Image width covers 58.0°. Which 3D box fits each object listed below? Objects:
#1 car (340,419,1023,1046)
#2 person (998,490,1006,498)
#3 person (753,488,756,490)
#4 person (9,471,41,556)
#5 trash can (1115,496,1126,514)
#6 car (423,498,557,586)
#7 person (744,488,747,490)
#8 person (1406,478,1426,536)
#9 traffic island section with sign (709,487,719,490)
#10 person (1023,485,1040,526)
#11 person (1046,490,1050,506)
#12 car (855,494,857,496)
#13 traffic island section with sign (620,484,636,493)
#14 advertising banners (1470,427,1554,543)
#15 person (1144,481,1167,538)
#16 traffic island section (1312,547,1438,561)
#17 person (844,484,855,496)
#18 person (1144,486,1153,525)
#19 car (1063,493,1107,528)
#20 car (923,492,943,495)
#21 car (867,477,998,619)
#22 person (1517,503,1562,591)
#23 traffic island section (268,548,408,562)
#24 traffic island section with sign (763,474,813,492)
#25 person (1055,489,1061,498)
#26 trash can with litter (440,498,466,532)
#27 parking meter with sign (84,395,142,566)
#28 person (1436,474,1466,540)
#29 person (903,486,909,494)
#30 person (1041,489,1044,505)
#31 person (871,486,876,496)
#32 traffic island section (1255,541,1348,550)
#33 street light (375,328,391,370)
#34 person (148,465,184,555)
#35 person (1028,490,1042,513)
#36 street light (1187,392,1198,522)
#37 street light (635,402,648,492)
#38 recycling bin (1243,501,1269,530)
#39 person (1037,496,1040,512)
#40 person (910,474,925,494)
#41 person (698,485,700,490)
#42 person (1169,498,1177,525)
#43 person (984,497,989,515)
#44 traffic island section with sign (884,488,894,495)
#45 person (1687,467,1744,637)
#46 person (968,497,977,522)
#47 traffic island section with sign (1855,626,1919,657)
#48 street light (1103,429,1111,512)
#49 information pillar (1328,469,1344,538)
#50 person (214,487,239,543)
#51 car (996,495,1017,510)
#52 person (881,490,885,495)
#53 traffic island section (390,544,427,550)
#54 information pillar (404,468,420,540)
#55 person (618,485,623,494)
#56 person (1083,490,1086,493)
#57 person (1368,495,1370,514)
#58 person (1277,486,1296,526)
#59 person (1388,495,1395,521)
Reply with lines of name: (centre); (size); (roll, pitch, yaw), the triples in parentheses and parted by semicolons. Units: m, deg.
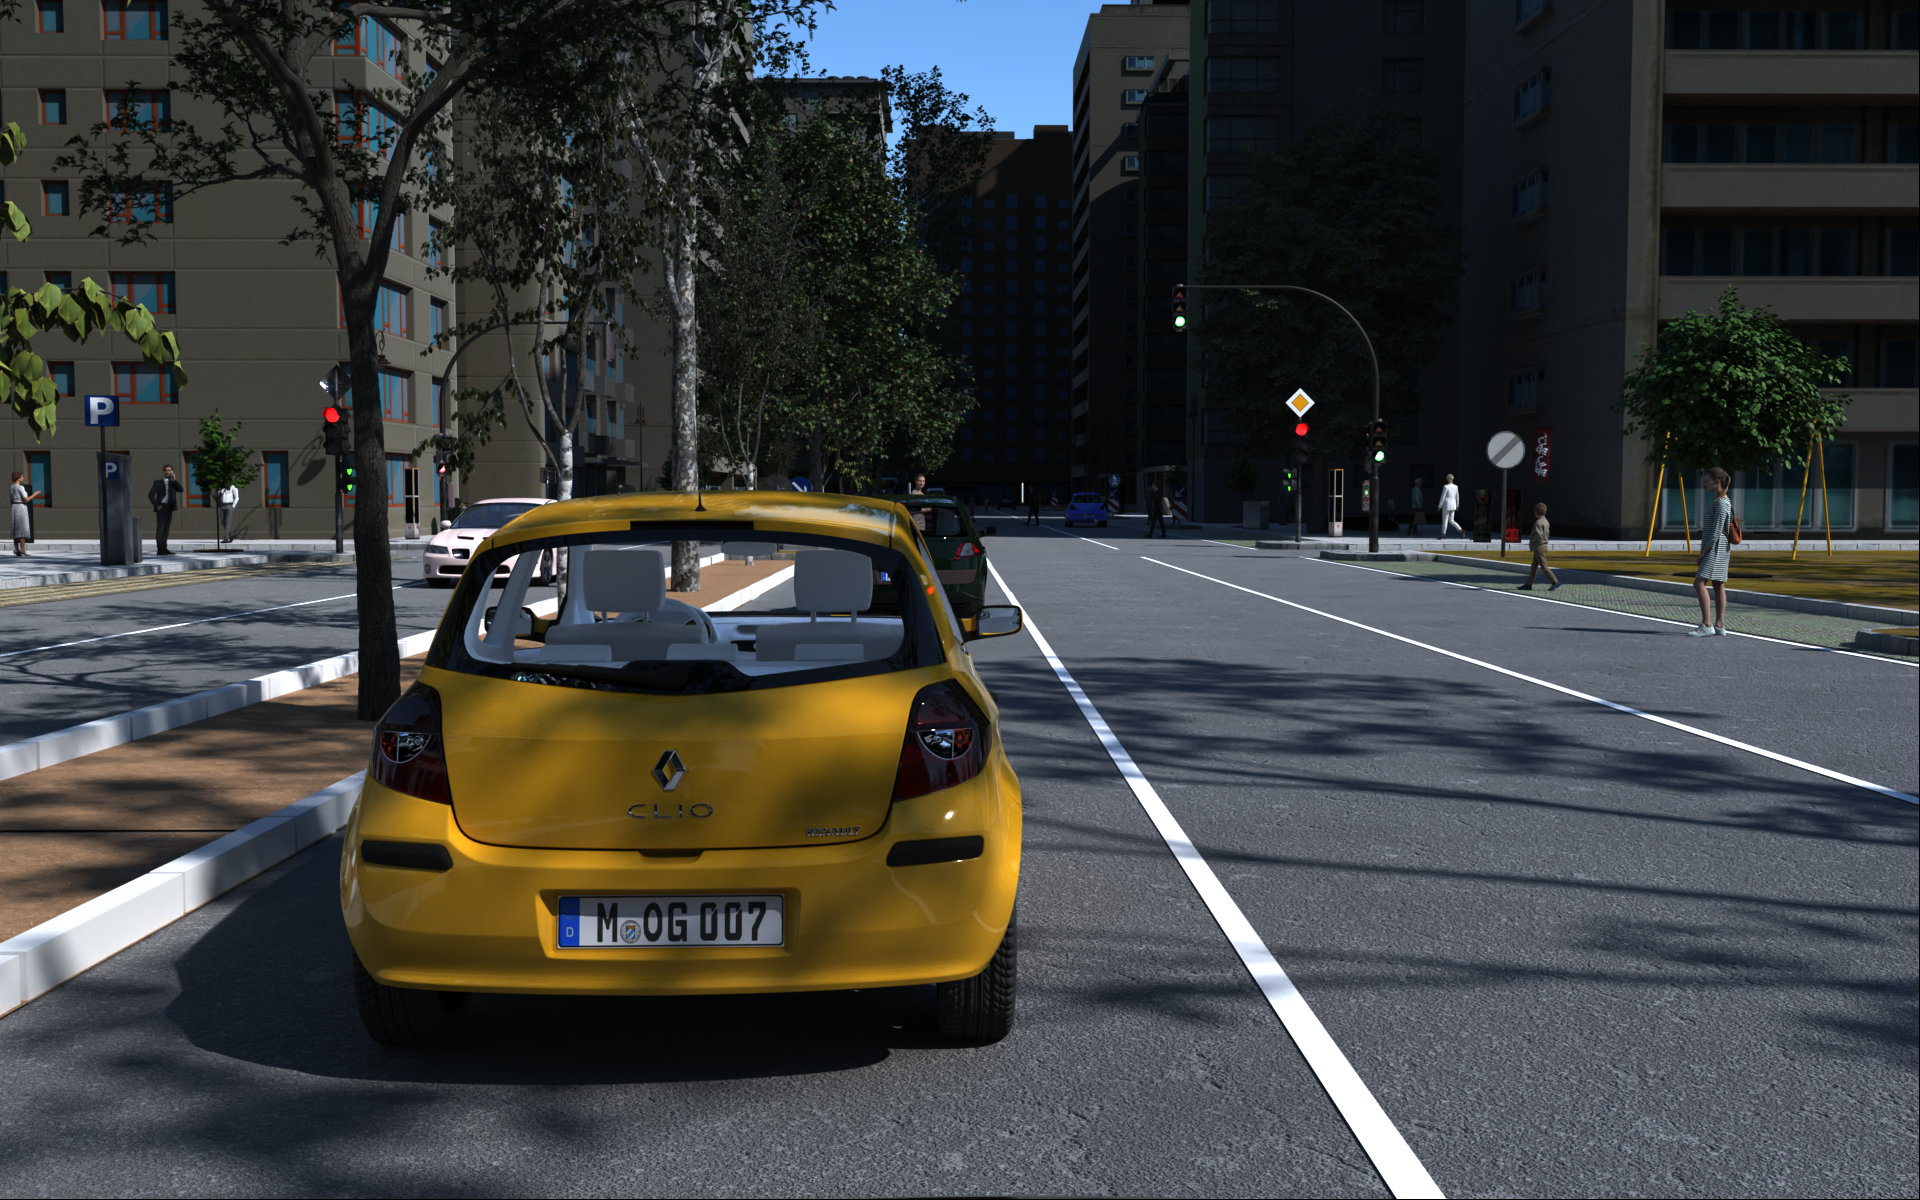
car: (-0.747, 0.261, 5.952); (2.015, 1.641, 3.980); (0, 4, -2)
person: (4.622, -10.777, 184.328); (1.348, 1.869, 0.705); (0, 4, 2)
person: (-17.299, -8.549, 145.758); (0.705, 1.831, 1.348); (3, 4, 37)
person: (-19.317, -1.781, 35.740); (0.480, 1.755, 0.524); (2, 4, 24)
trash can: (10.179, -6.031, 110.253); (0.748, 1.137, 0.748); (0, 3, 0)
car: (-7.305, -0.978, 28.357); (2.083, 1.381, 4.827); (0, 4, 1)
person: (-18.333, -8.673, 147.855); (0.705, 1.823, 1.348); (-1, 4, -9)
person: (13.957, -2.841, 52.986); (0.515, 1.767, 0.782); (0, 4, 5)
traffic island section with sign: (-13.867, -5.446, 97.663); (1.989, 1.847, 2.006); (0, 4, -1)
person: (3.244, -4.302, 78.621); (0.755, 1.850, 0.659); (1, 4, 14)
person: (9.524, -11.001, 186.630); (0.721, 1.735, 1.217); (1, 4, 19)
car: (-7.974, -7.534, 131.980); (1.959, 1.807, 4.718); (0, 4, 0)
traffic island section with sign: (-13.582, -3.797, 70.709); (1.989, 1.847, 2.006); (0, 4, -1)
advertising banners: (14.468, -3.012, 45.428); (2.074, 3.025, 0.090); (2, 4, 26)
person: (6.360, -2.941, 56.355); (0.755, 1.850, 0.659); (1, 4, 22)
traffic island section: (9.088, -0.963, 38.022); (2.009, 0.180, 2.903); (0, 4, -1)
person: (-4.603, -3.934, 72.621); (0.655, 1.846, 0.447); (3, 5, 41)
person: (8.622, -4.323, 79.357); (0.526, 1.800, 0.537); (2, 4, 27)
car: (5.464, -4.029, 75.469); (1.945, 1.707, 3.694); (0, 4, 0)
car: (-1.314, -3.892, 72.667); (2.155, 1.783, 4.494); (0, 4, 1)
car: (-0.554, -0.649, 20.395); (2.009, 1.686, 4.222); (0, 4, 1)
person: (8.543, -0.779, 25.506); (0.640, 1.303, 0.475); (1, 4, 21)
traffic island section: (-13.552, -0.948, 37.787); (2.009, 0.180, 2.903); (0, 4, -1)
traffic island section with sign: (-4.149, -2.287, 45.528); (2.006, 1.907, 1.989); (0, 4, -1)
person: (10.282, -10.925, 184.746); (0.705, 1.814, 1.350); (-2, 4, -32)
trash can with litter: (-15.768, -2.593, 53.789); (0.624, 1.170, 1.055); (0, 4, 0)
parking meter with sign: (-15.306, -2.151, 31.432); (0.543, 3.016, 1.738); (-1, 4, -12)
person: (13.751, -2.603, 48.475); (0.818, 1.842, 0.514); (3, 5, 41)
person: (-2.653, -4.765, 86.425); (0.620, 1.820, 0.660); (2, 4, 27)
person: (9.278, -11.592, 195.666); (0.705, 1.812, 1.348); (0, 4, 4)
person: (-3.811, -4.067, 75.334); (0.374, 1.781, 0.599); (0, 4, 3)
traffic island section: (9.003, -1.451, 46.007); (2.009, 0.180, 2.903); (0, 4, -1)
street light: (-15.590, -4.487, 46.149); (0.468, 5.910, 1.993); (0, 4, -1)
person: (-16.721, -1.904, 36.534); (0.474, 1.900, 0.648); (1, 4, 20)
person: (5.577, -7.292, 128.449); (1.217, 1.735, 0.721); (3, 5, 39)
street light: (10.630, -6.480, 78.744); (0.468, 5.910, 1.993); (0, 4, -1)
street light: (-16.049, -6.996, 87.180); (0.468, 5.910, 1.993); (0, 4, -1)
recycling bin: (10.736, -3.074, 62.807); (0.722, 1.027, 0.722); (3, 4, 37)
person: (6.076, -7.568, 135.494); (0.557, 1.426, 1.065); (-1, 4, -13)
person: (-0.695, -1.278, 29.737); (0.374, 1.781, 0.599); (1, 4, 22)
person: (-11.258, -4.078, 75.028); (0.795, 1.843, 0.661); (0, 4, 6)
person: (9.046, -3.673, 72.832); (0.475, 1.303, 0.640); (-1, 4, -19)
person: (1.855, -6.518, 119.759); (0.352, 1.250, 0.332); (2, 4, 33)
traffic island section with sign: (-4.960, -6.882, 120.662); (2.006, 1.907, 1.989); (0, 4, -1)
person: (7.641, -0.491, 17.526); (0.522, 1.701, 0.512); (1, 4, 18)
person: (0.620, -4.641, 88.658); (0.640, 1.303, 0.475); (2, 4, 27)
traffic island section with sign: (9.326, -0.429, 15.650); (1.989, 1.847, 2.006); (0, 4, -1)
street light: (10.241, -9.047, 120.706); (0.468, 5.910, 1.993); (0, 4, -1)
information pillar: (11.099, -2.854, 51.147); (0.304, 2.012, 0.304); (-1, 4, -22)
person: (-19.224, -2.399, 45.374); (0.679, 1.850, 0.850); (0, 4, 6)
car: (4.223, -8.878, 157.735); (1.945, 1.354, 3.894); (0, 3, 0)
person: (-7.376, -9.535, 164.411); (1.348, 1.822, 0.705); (1, 4, 22)
traffic island section: (-13.637, -1.437, 45.771); (2.009, 0.180, 2.903); (0, 4, -1)
information pillar: (-15.486, -2.718, 48.930); (0.304, 2.012, 0.304); (1, 4, 12)
person: (-18.677, -5.449, 95.315); (0.537, 1.800, 0.526); (3, 4, 37)
person: (11.513, -9.390, 161.046); (0.593, 1.643, 0.415); (0, 4, 6)
person: (13.771, -2.873, 57.707); (0.352, 1.250, 0.332); (-1, 4, -21)
person: (13.280, -3.949, 70.733); (0.853, 1.813, 0.709); (3, 4, 37)
person: (17.021, -3.530, 68.440); (0.332, 1.250, 0.352); (-1, 4, -10)
